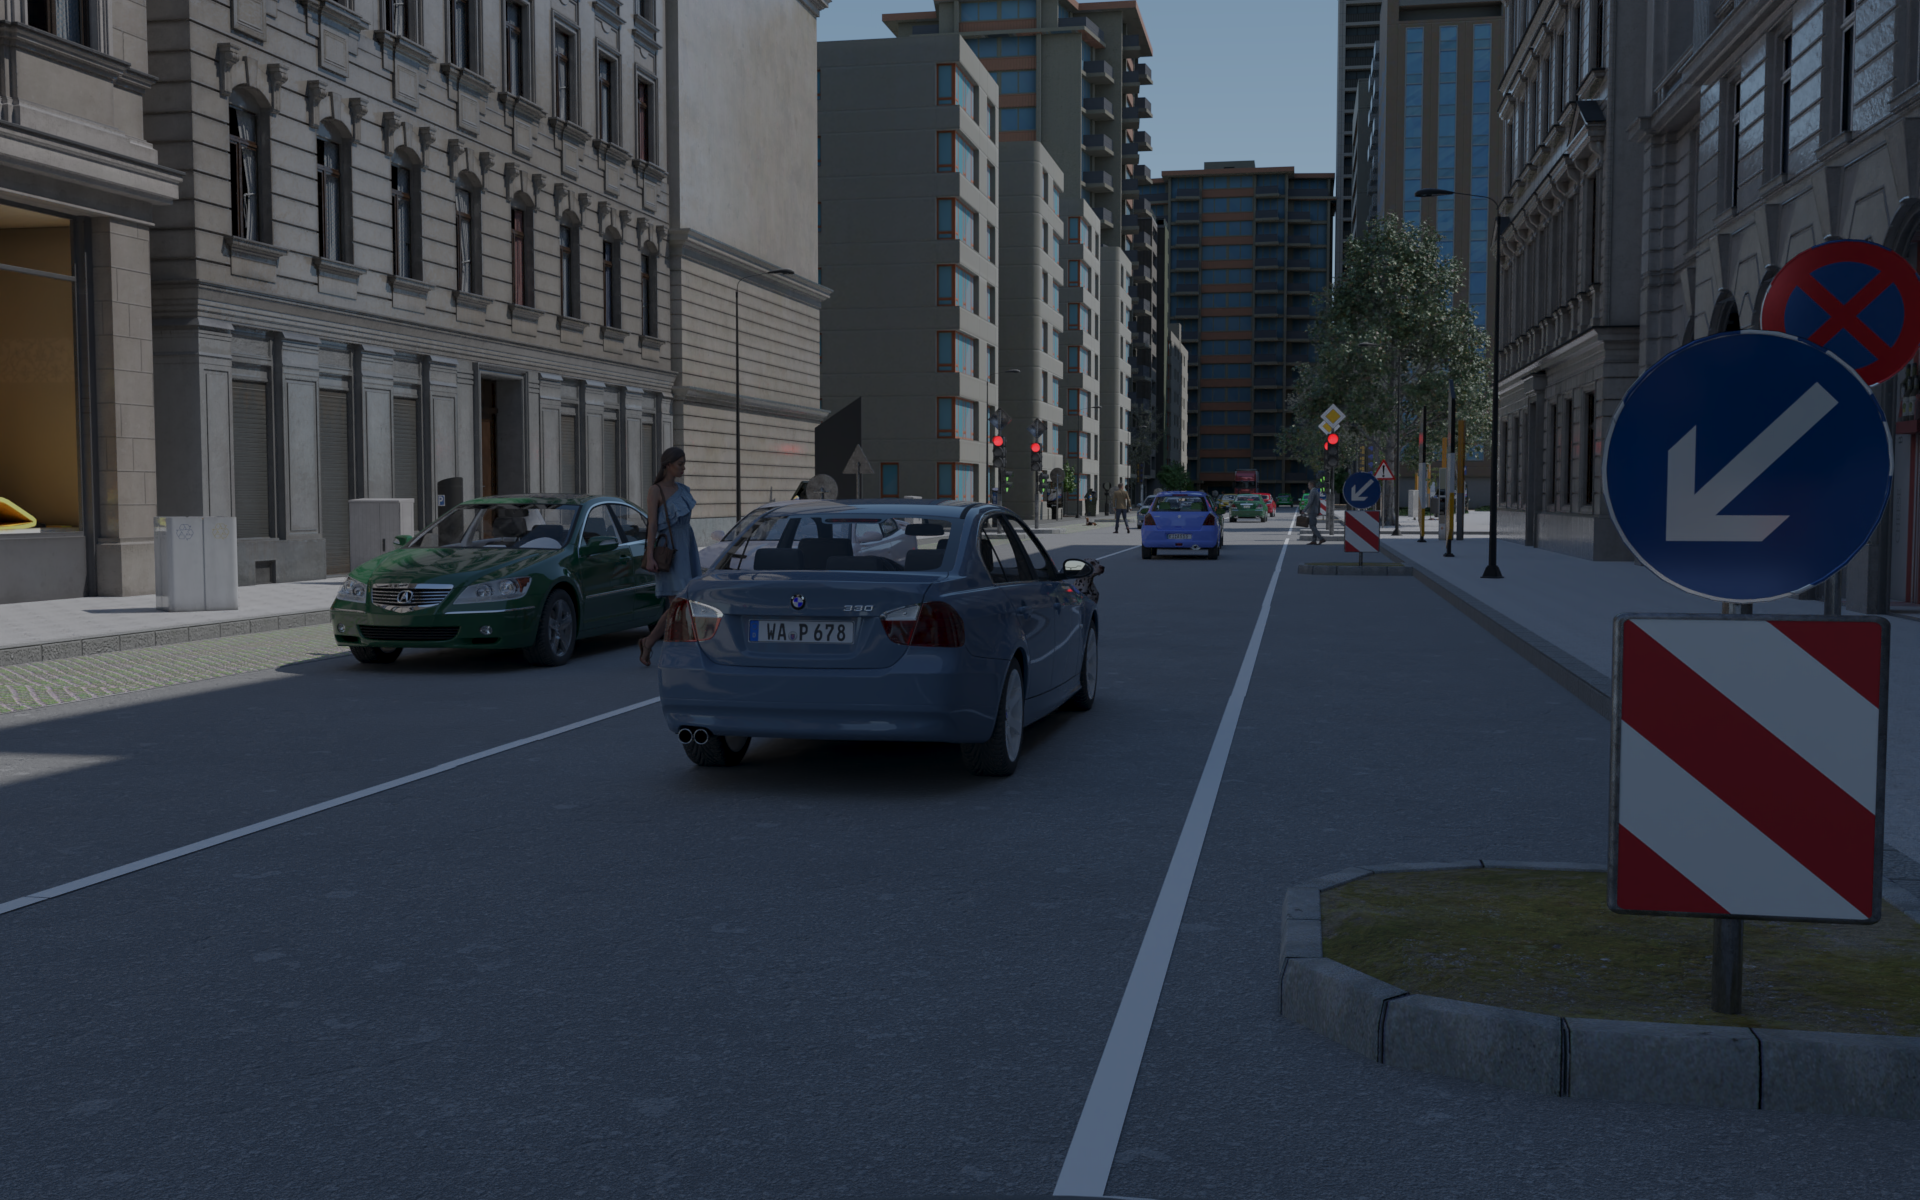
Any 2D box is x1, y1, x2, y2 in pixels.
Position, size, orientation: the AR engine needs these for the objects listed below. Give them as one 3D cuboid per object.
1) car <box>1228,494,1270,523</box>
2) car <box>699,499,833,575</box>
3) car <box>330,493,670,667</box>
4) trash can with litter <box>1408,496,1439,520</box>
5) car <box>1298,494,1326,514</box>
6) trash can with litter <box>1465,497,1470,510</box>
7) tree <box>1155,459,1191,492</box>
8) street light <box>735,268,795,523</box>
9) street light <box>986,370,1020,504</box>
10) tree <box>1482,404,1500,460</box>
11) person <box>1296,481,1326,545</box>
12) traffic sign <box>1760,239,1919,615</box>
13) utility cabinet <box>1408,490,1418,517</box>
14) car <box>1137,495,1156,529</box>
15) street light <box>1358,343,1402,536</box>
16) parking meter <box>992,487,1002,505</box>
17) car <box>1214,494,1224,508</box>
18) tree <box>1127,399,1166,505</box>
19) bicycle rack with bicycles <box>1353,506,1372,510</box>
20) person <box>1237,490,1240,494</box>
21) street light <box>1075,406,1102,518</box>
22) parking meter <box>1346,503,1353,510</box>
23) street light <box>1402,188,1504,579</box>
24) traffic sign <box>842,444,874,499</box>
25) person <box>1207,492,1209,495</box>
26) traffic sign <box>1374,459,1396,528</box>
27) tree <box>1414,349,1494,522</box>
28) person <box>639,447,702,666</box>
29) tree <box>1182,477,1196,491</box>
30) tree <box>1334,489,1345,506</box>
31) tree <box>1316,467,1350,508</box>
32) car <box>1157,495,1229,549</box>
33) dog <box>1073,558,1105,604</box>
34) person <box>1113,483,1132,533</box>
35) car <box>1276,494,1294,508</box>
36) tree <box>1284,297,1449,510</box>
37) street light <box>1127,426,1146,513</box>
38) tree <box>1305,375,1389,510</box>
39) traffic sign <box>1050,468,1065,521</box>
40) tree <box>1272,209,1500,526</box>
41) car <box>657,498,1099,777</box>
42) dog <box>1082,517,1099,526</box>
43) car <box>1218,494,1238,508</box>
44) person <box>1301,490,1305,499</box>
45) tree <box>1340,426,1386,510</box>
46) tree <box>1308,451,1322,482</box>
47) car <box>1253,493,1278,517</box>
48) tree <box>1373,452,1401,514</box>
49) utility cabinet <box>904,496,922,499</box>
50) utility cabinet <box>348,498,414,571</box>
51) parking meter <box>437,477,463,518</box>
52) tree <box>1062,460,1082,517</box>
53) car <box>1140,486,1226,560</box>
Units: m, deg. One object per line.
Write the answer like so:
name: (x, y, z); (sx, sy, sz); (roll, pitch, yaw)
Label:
car: (14.791, -4.704, 88.707); (2.131, 1.459, 4.920); (1, 4, 12)
car: (-1.779, -0.503, 20.587); (2.083, 1.381, 4.827); (1, 4, 13)
car: (-3.927, -0.257, 15.994); (2.131, 1.459, 4.920); (1, 4, 11)
trash can with litter: (22.875, -4.512, 84.832); (2.233, 1.210, 1.678); (0, 4, -7)
car: (25.300, -7.073, 124.447); (1.959, 1.807, 4.718); (1, 4, 11)
trash can with litter: (38.811, -7.424, 132.766); (0.624, 1.170, 1.055); (1, 4, 8)
tree: (19.787, -10.815, 160.538); (4.285, 4.588, 4.351); (0, 3, 0)
street light: (-4.090, -3.875, 35.892); (1.470, 5.913, 1.316); (1, 4, 11)
street light: (1.552, -5.647, 64.867); (1.470, 5.913, 1.316); (1, 4, 11)
tree: (36.323, -10.150, 116.319); (4.360, 8.622, 3.978); (0, 3, 0)
person: (9.947, -2.463, 48.896); (0.853, 1.813, 0.709); (2, 4, 24)
traffic sign: (4.435, -0.530, 8.766); (0.768, 2.556, 0.104); (1, 4, 17)
utility cabinet: (25.316, -5.354, 96.218); (0.318, 1.500, 1.173); (3, 5, 40)
car: (8.414, -3.675, 72.090); (2.014, 1.417, 4.499); (1, 4, 12)
street light: (12.903, -4.933, 53.199); (1.470, 5.913, 1.316); (1, 4, 11)
parking meter: (1.417, -3.558, 66.584); (0.372, 1.533, 0.369); (0, 3, 0)
car: (24.470, -9.019, 159.256); (2.131, 1.459, 4.920); (1, 4, 12)
tree: (13.886, -11.245, 134.223); (4.360, 8.622, 3.978); (0, 3, 0)
bicycle rack with bicycles: (28.576, -6.599, 121.275); (2.925, 0.926, 2.852); (0, 4, -5)
person: (28.192, -10.182, 175.115); (0.705, 1.807, 1.348); (0, 4, 1)
street light: (6.784, -7.280, 91.562); (1.470, 5.913, 1.316); (1, 4, 11)
parking meter: (25.766, -6.658, 114.567); (0.399, 1.863, 0.255); (2, 4, 31)
street light: (7.600, -3.293, 26.386); (1.470, 5.913, 1.316); (1, 4, 11)
traffic sign: (-2.665, -2.767, 45.245); (0.884, 2.594, 0.081); (1, 4, 17)
person: (31.194, -12.795, 218.426); (0.721, 1.735, 1.217); (-1, 4, -23)
traffic sign: (15.795, -3.953, 64.629); (0.884, 2.594, 0.081); (1, 4, 17)
tree: (22.947, -7.922, 79.888); (4.737, 8.622, 4.395); (0, 3, 0)
person: (-2.371, -0.332, 14.018); (0.778, 1.811, 0.616); (2, 4, 35)
tree: (25.266, -11.908, 189.289); (1.663, 3.219, 1.824); (0, 3, 0)
tree: (41.351, -11.840, 188.189); (1.663, 3.219, 1.824); (0, 3, 0)
tree: (35.646, -11.135, 165.769); (4.285, 4.588, 4.351); (0, 3, 0)
car: (6.181, -2.137, 46.743); (2.131, 1.459, 4.920); (1, 4, 10)
dog: (1.179, -0.005, 16.918); (0.513, 0.831, 0.800); (1, 4, 8)
person: (5.917, -3.345, 63.102); (0.656, 1.842, 0.836); (-2, 4, -35)
car: (34.702, -10.778, 185.020); (1.959, 1.807, 4.718); (1, 4, 12)
tree: (23.512, -11.417, 97.036); (12.009, 13.543, 11.850); (0, 3, 0)
street light: (12.014, -8.912, 118.257); (1.470, 5.913, 1.316); (1, 4, 11)
tree: (30.884, -12.828, 135.495); (9.928, 11.665, 9.643); (0, 3, 0)
traffic sign: (4.670, -5.086, 83.263); (0.768, 2.556, 0.104); (1, 4, 18)
tree: (17.512, -9.355, 69.956); (9.611, 12.733, 9.660); (0, 3, 0)
car: (-0.284, 0.110, 10.208); (2.014, 1.417, 4.499); (1, 4, 13)
dog: (5.862, -3.520, 77.745); (0.550, 0.427, 0.748); (-2, 4, -35)
car: (21.965, -7.965, 140.447); (2.015, 1.641, 3.980); (1, 4, 12)
person: (29.954, -8.691, 151.143); (0.434, 1.755, 0.990); (2, 4, 27)
tree: (25.091, -9.630, 107.813); (4.360, 8.622, 3.978); (0, 3, 0)
tree: (44.582, -15.920, 210.646); (4.737, 8.622, 4.395); (0, 3, 0)
car: (18.861, -6.098, 108.746); (2.155, 1.783, 4.494); (1, 4, 13)
tree: (19.320, -5.184, 79.353); (1.663, 3.219, 1.824); (0, 3, 0)
utility cabinet: (-1.417, -2.540, 52.690); (0.306, 1.237, 1.020); (1, 4, 13)
utility cabinet: (-8.330, -0.842, 24.936); (1.020, 1.237, 0.306); (2, 4, 29)
parking meter: (-7.585, -1.064, 25.807); (0.372, 1.533, 0.369); (0, 3, 0)
tree: (6.077, -6.236, 96.559); (1.663, 3.219, 1.824); (0, 3, 0)
car: (5.031, -1.812, 39.220); (1.945, 1.707, 3.694); (1, 4, 9)
